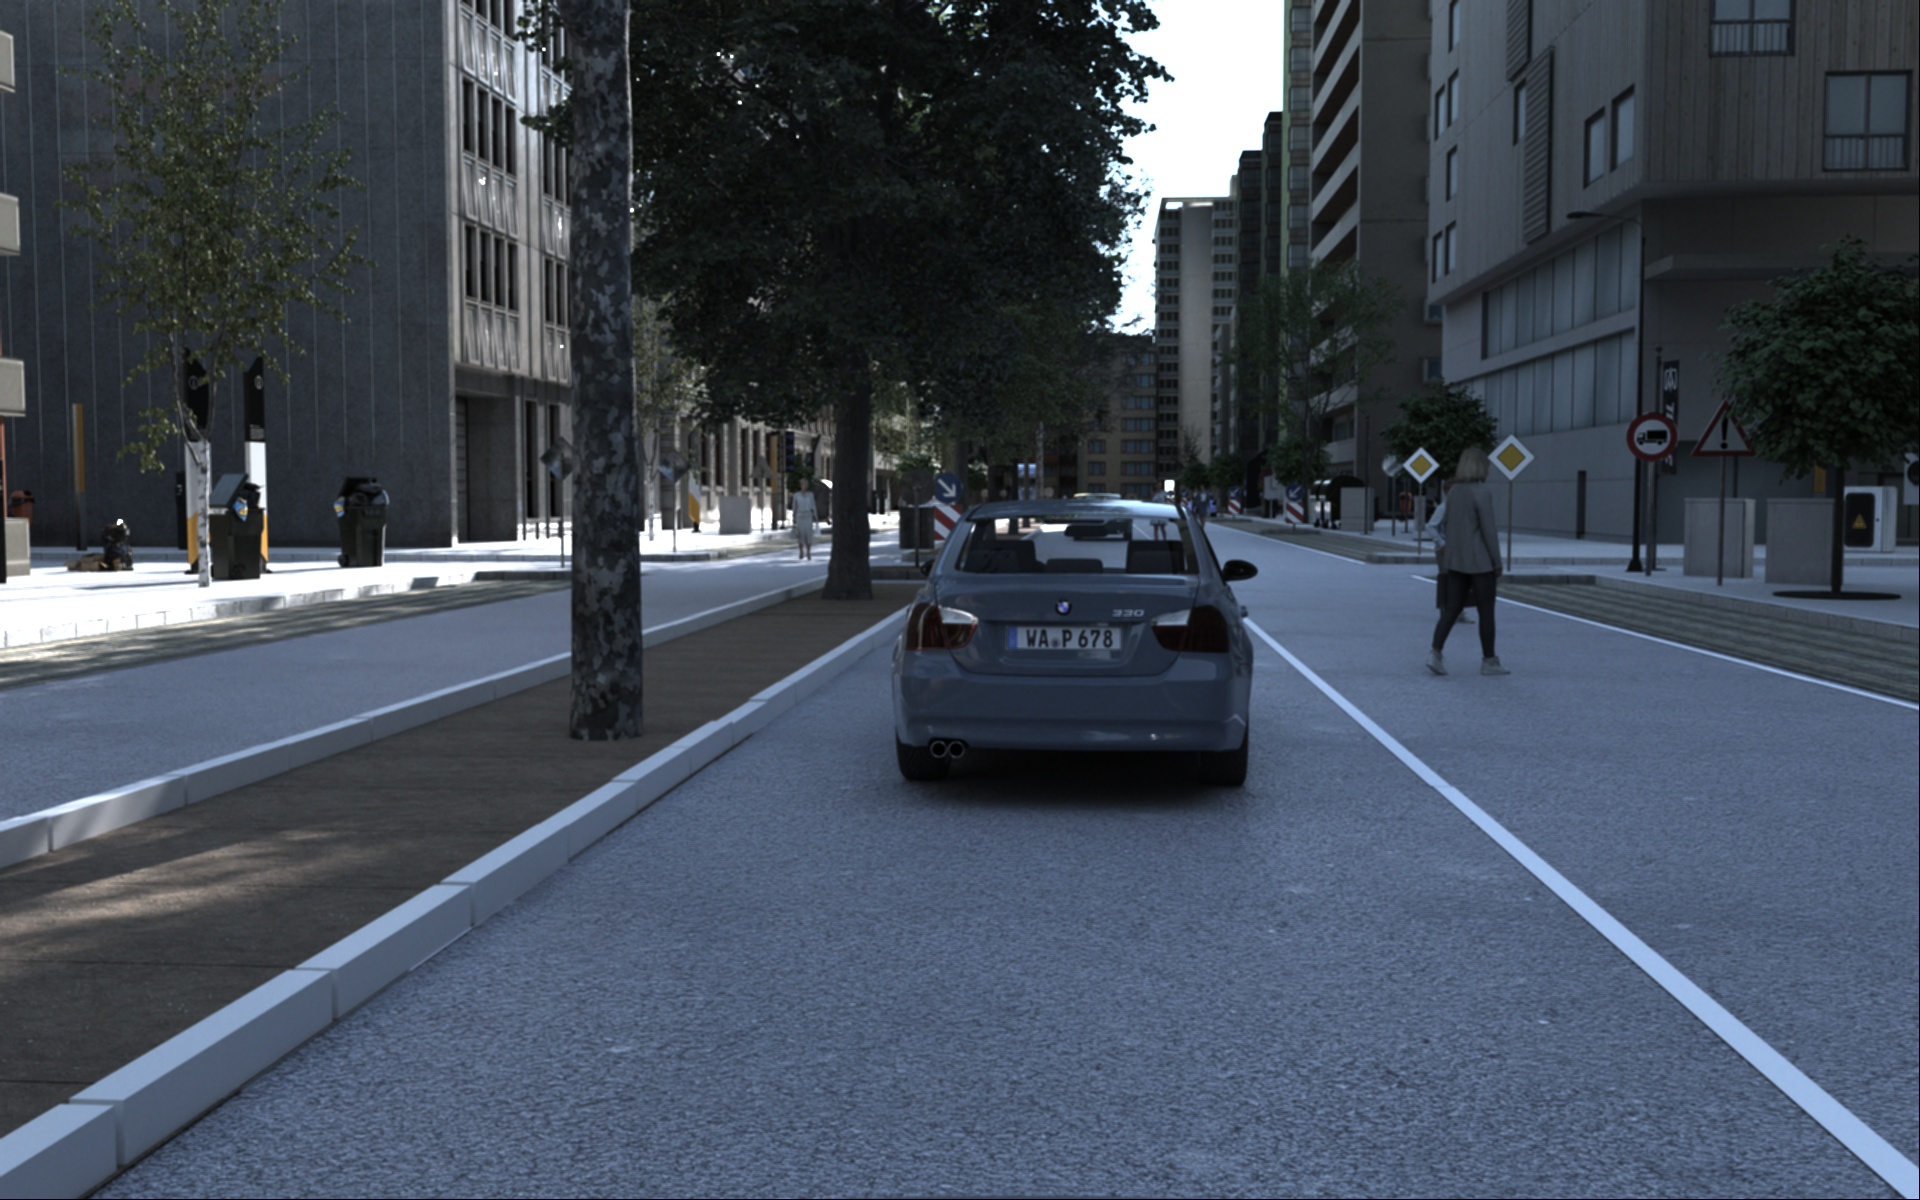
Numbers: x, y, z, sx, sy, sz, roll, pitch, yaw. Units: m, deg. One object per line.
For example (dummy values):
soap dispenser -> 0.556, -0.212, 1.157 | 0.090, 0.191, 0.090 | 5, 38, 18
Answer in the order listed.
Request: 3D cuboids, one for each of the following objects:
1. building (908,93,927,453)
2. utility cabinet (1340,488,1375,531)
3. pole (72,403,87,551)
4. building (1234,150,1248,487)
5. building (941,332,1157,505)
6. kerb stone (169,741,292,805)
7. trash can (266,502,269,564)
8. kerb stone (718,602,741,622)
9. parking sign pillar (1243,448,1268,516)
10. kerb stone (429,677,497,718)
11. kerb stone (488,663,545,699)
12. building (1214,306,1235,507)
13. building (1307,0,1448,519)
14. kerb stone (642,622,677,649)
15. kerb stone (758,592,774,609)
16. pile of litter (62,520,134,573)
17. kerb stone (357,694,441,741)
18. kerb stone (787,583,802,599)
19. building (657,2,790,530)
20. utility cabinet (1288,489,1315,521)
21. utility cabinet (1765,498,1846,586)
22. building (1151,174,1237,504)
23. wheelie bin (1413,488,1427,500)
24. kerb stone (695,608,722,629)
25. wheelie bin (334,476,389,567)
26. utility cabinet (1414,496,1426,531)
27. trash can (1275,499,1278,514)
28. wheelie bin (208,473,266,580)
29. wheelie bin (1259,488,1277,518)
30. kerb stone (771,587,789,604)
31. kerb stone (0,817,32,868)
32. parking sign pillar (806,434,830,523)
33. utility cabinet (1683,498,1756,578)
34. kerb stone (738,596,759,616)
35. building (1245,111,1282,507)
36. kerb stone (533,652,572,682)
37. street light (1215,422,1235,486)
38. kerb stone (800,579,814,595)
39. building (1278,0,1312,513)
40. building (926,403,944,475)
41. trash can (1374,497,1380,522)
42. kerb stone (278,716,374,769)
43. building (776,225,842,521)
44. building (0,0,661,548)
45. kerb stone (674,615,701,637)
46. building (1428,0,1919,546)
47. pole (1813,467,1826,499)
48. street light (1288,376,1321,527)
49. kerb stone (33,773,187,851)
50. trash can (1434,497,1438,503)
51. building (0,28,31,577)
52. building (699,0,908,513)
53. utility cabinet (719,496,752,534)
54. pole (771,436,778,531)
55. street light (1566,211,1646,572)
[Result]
building -> -10.359, -28.061, 142.392 | 14.154, 41.232, 14.086 | 0, 4, 5
utility cabinet -> 13.621, -3.099, 59.345 | 0.318, 1.500, 1.173 | -3, 5, -42
pole -> -19.851, -2.765, 39.052 | 0.158, 3.312, 0.155 | 0, 3, 0
building -> 30.387, -22.994, 147.655 | 14.160, 30.474, 14.107 | 0, 4, 5
building -> 9.118, -22.491, 212.764 | 28.899, 21.520, 27.650 | 0, 4, 5
kerb stone -> -3.555, 0.844, 8.432 | 0.120, 0.150, 1.000 | 0, 4, 5
trash can -> -12.400, -1.129, 30.121 | 0.748, 1.137, 0.748 | 0, 3, 0
kerb stone -> -2.674, 0.155, 19.663 | 0.120, 0.150, 1.000 | 0, 4, 5
parking sign pillar -> 17.164, -6.858, 100.594 | 1.447, 3.967, 1.447 | -1, 4, -14
kerb stone -> -3.324, 0.655, 11.491 | 0.120, 0.150, 1.000 | 0, 4, 5
kerb stone -> -3.238, 0.594, 12.509 | 0.120, 0.150, 1.000 | 0, 4, 5
building -> 39.782, -19.797, 168.717 | 27.650, 21.520, 28.899 | 0, 4, 5
building -> 31.479, -28.879, 95.865 | 21.300, 48.544, 21.600 | 0, 4, 5
kerb stone -> -2.914, 0.346, 16.589 | 0.120, 0.150, 1.000 | 0, 4, 5
kerb stone -> -2.513, 0.032, 21.700 | 0.120, 0.150, 1.000 | 0, 4, 5
pile of litter -> -14.428, -0.922, 29.040 | 1.176, 0.858, 1.719 | -1, 4, -10
kerb stone -> -3.400, 0.717, 10.472 | 0.120, 0.150, 1.000 | 0, 4, 5
kerb stone -> -2.347, -0.095, 23.746 | 0.120, 0.150, 1.000 | 0, 4, 5
building -> -14.394, -14.384, 71.332 | 11.583, 22.565, 21.152 | 0, 4, 5
utility cabinet -> 15.857, -4.387, 80.403 | 1.173, 1.500, 0.318 | 2, 4, 32
utility cabinet -> 12.013, -0.823, 24.620 | 0.306, 1.237, 1.020 | -2, 4, -32
building -> 35.778, -31.858, 212.758 | 23.993, 40.220, 32.217 | 0, 4, 5
wheelie bin -> 22.704, -4.707, 84.860 | 0.980, 1.594, 0.693 | 1, 4, 16
kerb stone -> -2.751, 0.218, 18.626 | 0.120, 0.150, 1.000 | 0, 4, 5
wheelie bin -> -10.511, -1.385, 30.548 | 0.693, 1.594, 0.980 | 2, 4, 34
utility cabinet -> 15.998, -3.004, 60.271 | 0.306, 1.237, 1.020 | 1, 4, 9
trash can -> 19.153, -5.782, 106.184 | 0.748, 1.137, 0.748 | 0, 3, 0
wheelie bin -> -10.928, -1.114, 26.124 | 0.980, 1.594, 0.693 | 2, 4, 35
wheelie bin -> 16.216, -5.102, 91.330 | 0.980, 1.594, 0.693 | -1, 4, -17
kerb stone -> -2.429, -0.032, 22.719 | 0.120, 0.150, 1.000 | 0, 4, 5
kerb stone -> -3.722, 0.967, 6.386 | 0.120, 0.150, 1.000 | 0, 4, 5
parking sign pillar -> -6.551, -5.449, 77.563 | 1.447, 3.967, 1.447 | 1, 4, 9
utility cabinet -> 11.757, -0.958, 26.828 | 0.306, 1.237, 1.020 | -2, 4, -33
kerb stone -> -2.586, 0.093, 20.681 | 0.120, 0.150, 1.000 | 0, 4, 5
building -> 30.011, -22.124, 133.431 | 14.160, 30.474, 14.107 | 0, 4, 5
kerb stone -> -3.161, 0.530, 13.529 | 0.120, 0.150, 1.000 | 0, 4, 5
street light -> 17.093, -8.487, 111.304 | 1.470, 5.913, 1.316 | 0, 4, 5
kerb stone -> -2.267, -0.157, 24.765 | 0.120, 0.150, 1.000 | 0, 4, 5
building -> 28.971, -26.627, 118.948 | 14.154, 41.232, 14.086 | 0, 4, 5
building -> -13.956, -29.333, 171.474 | 23.993, 40.220, 32.217 | 0, 4, 5
trash can -> 18.822, -4.127, 79.131 | 0.748, 1.137, 0.748 | 0, 3, 0
kerb stone -> -3.483, 0.788, 9.452 | 0.120, 0.150, 1.000 | 0, 4, 5
building -> -12.231, -13.877, 91.511 | 10.561, 19.102, 19.286 | 0, 4, 5
building -> -17.283, -14.236, 50.777 | 12.078, 24.808, 19.932 | 0, 4, 5
kerb stone -> -2.832, 0.288, 17.608 | 0.120, 0.150, 1.000 | 0, 4, 5
building -> 30.097, -28.315, 52.195 | 27.495, 52.752, 28.713 | 0, 4, 5
pole -> 13.838, -2.080, 27.859 | 0.158, 3.312, 0.155 | 0, 3, 0
street light -> 13.634, -5.868, 68.481 | 1.470, 5.913, 1.316 | 0, 4, 5
kerb stone -> -3.639, 0.908, 7.411 | 0.120, 0.150, 1.000 | 0, 4, 5
trash can -> 21.851, -4.088, 78.488 | 0.748, 1.137, 0.748 | 0, 3, 0
building -> -30.162, -10.337, 14.057 | 28.899, 21.520, 27.650 | 0, 4, 5
building -> -15.482, -30.615, 124.253 | 21.300, 48.544, 21.600 | 0, 4, 5
utility cabinet -> -7.177, -2.704, 55.376 | 1.020, 1.237, 0.306 | 1, 4, 12
pole -> -6.522, -4.098, 60.850 | 0.158, 3.312, 0.155 | 0, 3, 0
street light -> 10.635, -3.423, 28.506 | 1.470, 5.913, 1.316 | 0, 4, 5
